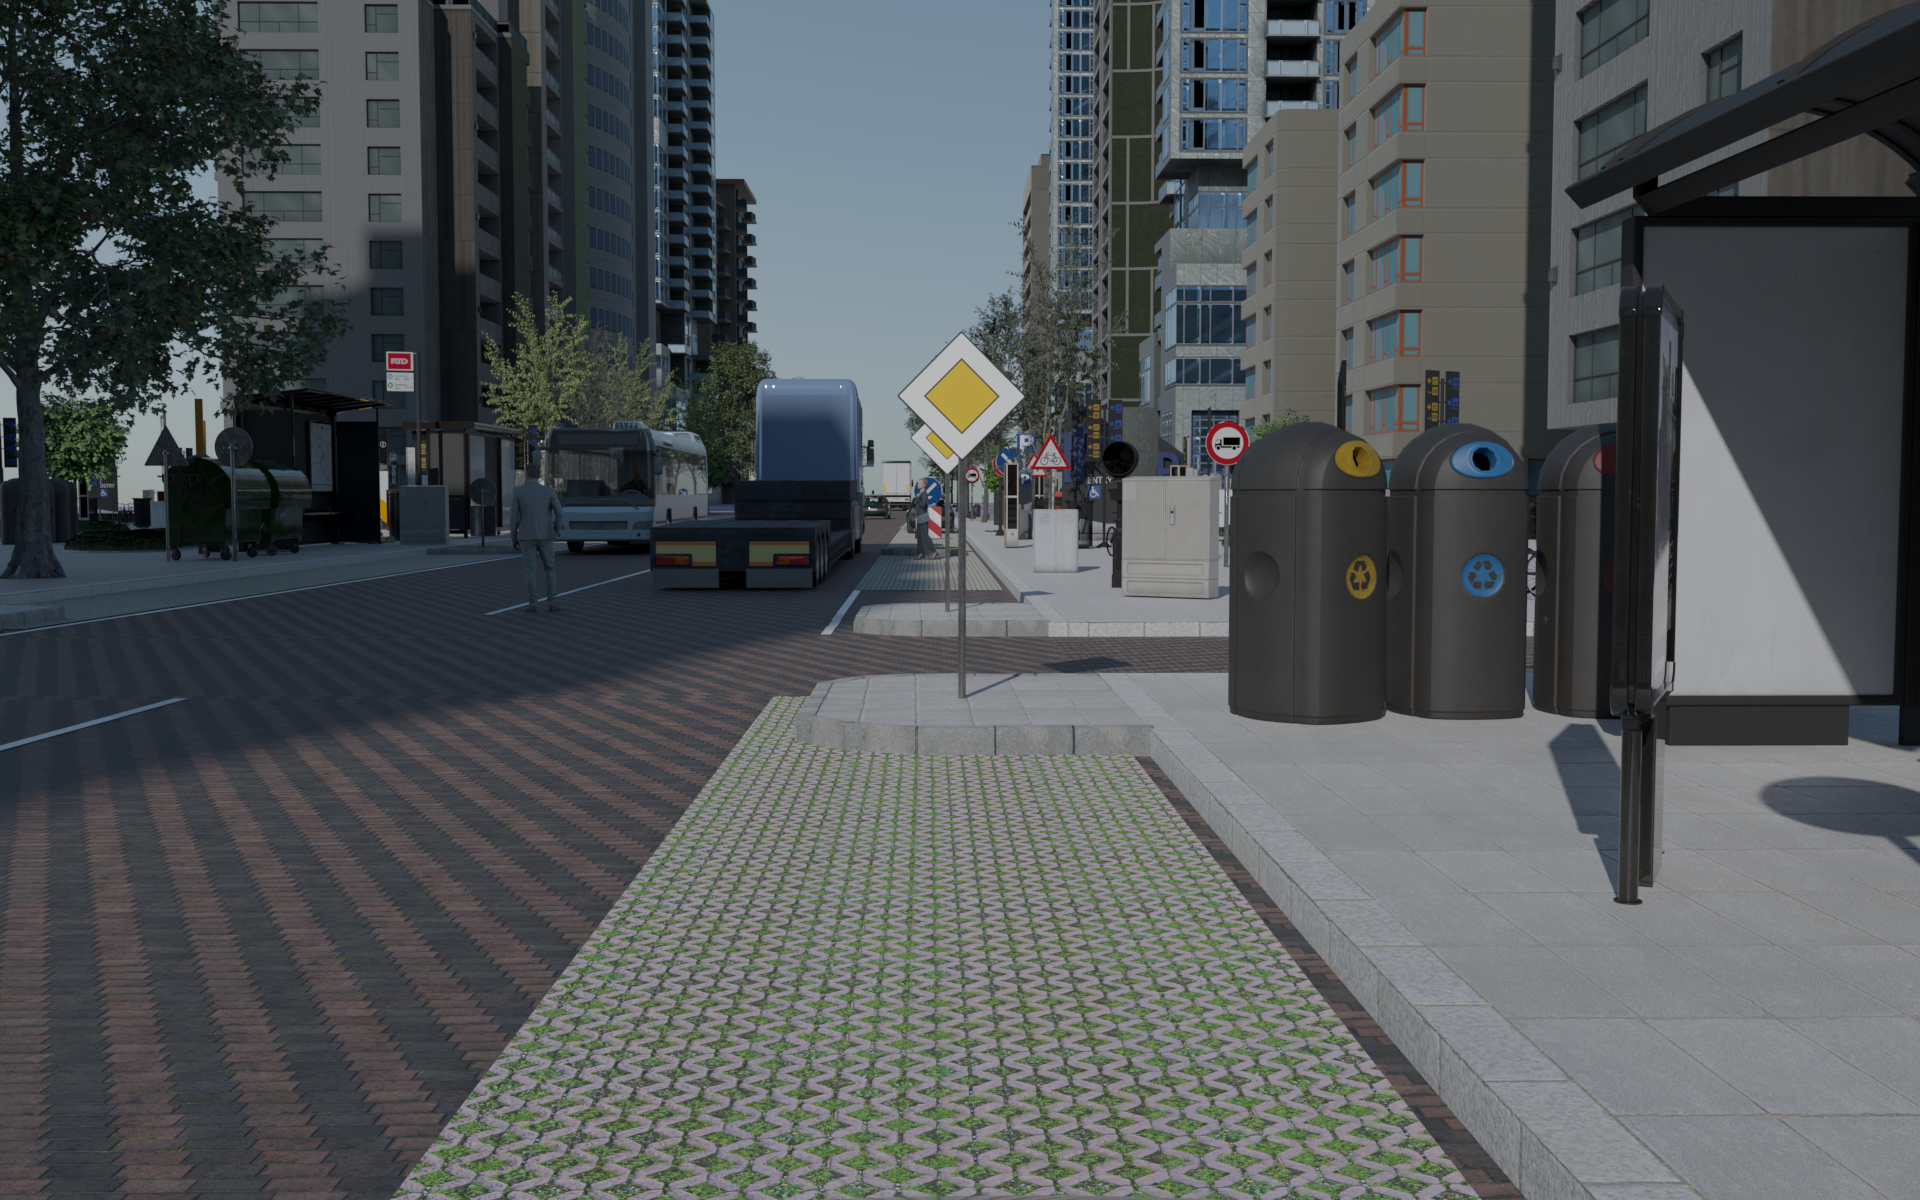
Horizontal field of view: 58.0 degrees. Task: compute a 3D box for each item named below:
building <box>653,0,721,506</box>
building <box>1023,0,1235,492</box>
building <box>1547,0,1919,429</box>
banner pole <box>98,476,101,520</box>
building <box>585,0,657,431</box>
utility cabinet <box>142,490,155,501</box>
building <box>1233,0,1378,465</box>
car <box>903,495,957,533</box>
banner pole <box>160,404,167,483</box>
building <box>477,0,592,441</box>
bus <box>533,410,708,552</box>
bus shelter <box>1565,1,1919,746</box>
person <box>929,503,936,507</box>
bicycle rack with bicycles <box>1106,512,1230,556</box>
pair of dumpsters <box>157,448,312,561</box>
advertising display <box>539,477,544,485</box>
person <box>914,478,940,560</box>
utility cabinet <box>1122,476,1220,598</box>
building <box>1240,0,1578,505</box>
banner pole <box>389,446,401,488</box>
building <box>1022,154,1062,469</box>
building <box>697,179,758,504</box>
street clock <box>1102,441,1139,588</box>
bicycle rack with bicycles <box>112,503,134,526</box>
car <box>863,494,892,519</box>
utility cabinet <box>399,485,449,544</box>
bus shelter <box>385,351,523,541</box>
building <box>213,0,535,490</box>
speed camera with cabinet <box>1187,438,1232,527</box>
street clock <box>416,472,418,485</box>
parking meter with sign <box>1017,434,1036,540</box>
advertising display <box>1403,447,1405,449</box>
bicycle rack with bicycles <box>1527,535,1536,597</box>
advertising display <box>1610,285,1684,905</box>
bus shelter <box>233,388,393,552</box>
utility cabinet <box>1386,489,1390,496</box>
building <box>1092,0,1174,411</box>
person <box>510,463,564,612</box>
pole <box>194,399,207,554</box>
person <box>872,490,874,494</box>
[{"bbox_3d":[-39.343,-54.439,202.755,22.319,86.520,31.000,0,4,-1],"label":"building"},{"bbox_3d":[19.846,-55.189,215.003,22.319,86.520,31.000,0,4,-1],"label":"building"},{"bbox_3d":[21.499,-16.126,35.362,14.107,30.474,14.160,0,4,-1],"label":"building"},{"bbox_3d":[-36.474,-5.102,73.438,0.401,3.779,0.863,-1,4,-19],"label":"banner pole"},{"bbox_3d":[-36.749,-36.338,136.119,21.231,58.520,28.212,0,4,-1],"label":"building"},{"bbox_3d":[-39.605,-4.639,84.524,0.318,1.500,1.173,-1,4,-13],"label":"utility cabinet"},{"bbox_3d":[22.263,-49.440,121.015,22.319,86.520,31.000,0,4,-1],"label":"building"},{"bbox_3d":[-1.107,-3.314,63.966,2.009,1.686,4.222,0,4,-2],"label":"car"},{"bbox_3d":[-22.136,-3.558,48.189,0.401,3.779,0.863,-2,4,-35],"label":"banner pole"},{"bbox_3d":[-33.001,-26.396,115.176,14.154,41.232,14.086,0,4,-1],"label":"building"},{"bbox_3d":[-8.669,-3.129,46.012,2.948,3.499,13.247,0,4,-2],"label":"bus"},{"bbox_3d":[4.179,-0.756,6.286,2.014,3.302,5.546,0,4,-1],"label":"bus shelter"},{"bbox_3d":[-1.005,-2.601,53.629,0.523,1.515,0.503,-1,4,-21],"label":"person"},{"bbox_3d":[4.351,-1.298,34.602,2.852,0.926,2.925,-1,4,-9],"label":"bicycle rack with bicycles"},{"bbox_3d":[-14.735,-2.007,35.316,1.574,2.255,4.437,0,4,-1],"label":"pair of dumpsters"},{"bbox_3d":[-15.544,-3.707,65.821,0.974,1.923,0.123,-1,4,-16],"label":"advertising display"},{"bbox_3d":[-0.757,-1.748,37.509,0.534,1.772,0.576,-2,4,-24],"label":"person"},{"bbox_3d":[2.586,-0.775,21.353,1.173,1.500,0.318,2,4,32],"label":"utility cabinet"},{"bbox_3d":[28.217,-13.930,72.797,27.650,21.520,28.899,0,4,-1],"label":"building"},{"bbox_3d":[-29.193,-6.099,89.729,0.863,3.779,0.401,1,4,15],"label":"banner pole"},{"bbox_3d":[19.956,-37.852,242.584,21.300,48.544,21.600,0,4,-1],"label":"building"},{"bbox_3d":[-39.153,-35.449,234.209,22.147,44.769,28.867,0,4,-1],"label":"building"},{"bbox_3d":[2.187,-1.169,23.679,0.471,2.002,0.358,1,4,17],"label":"street clock"},{"bbox_3d":[-33.064,-3.458,69.926,2.852,0.926,2.925,0,4,8],"label":"bicycle rack with bicycles"},{"bbox_3d":[-4.904,-5.474,99.291,2.009,1.686,4.222,0,4,1],"label":"car"},{"bbox_3d":[-13.611,-2.160,43.991,1.173,1.500,0.318,0,4,1],"label":"utility cabinet"},{"bbox_3d":[-15.057,-4.508,51.334,2.179,5.291,8.768,0,4,-1],"label":"bus shelter"},{"bbox_3d":[-33.480,-20.130,100.831,14.160,30.474,14.107,0,4,-1],"label":"building"},{"bbox_3d":[8.731,-4.063,60.768,2.038,3.252,0.660,1,4,18],"label":"speed camera with cabinet"},{"bbox_3d":[-17.579,-3.138,55.880,0.358,2.002,0.471,-1,4,-23],"label":"street clock"},{"bbox_3d":[1.841,-3.242,49.270,0.543,3.016,1.738,0,4,5],"label":"parking meter with sign"},{"bbox_3d":[6.280,-1.165,24.264,0.123,1.923,0.974,1,4,18],"label":"advertising display"},{"bbox_3d":[7.736,-0.459,20.893,2.852,0.926,2.925,-3,5,-43],"label":"bicycle rack with bicycles"},{"bbox_3d":[2.287,-0.034,5.764,0.123,1.923,0.974,2,4,26],"label":"advertising display"},{"bbox_3d":[-15.329,-3.066,41.420,1.731,3.624,6.357,0,4,-1],"label":"bus shelter"},{"bbox_3d":[12.706,-2.617,51.473,0.318,1.500,1.173,0,4,-3],"label":"utility cabinet"},{"bbox_3d":[20.301,-43.401,147.853,20.563,71.187,20.611,0,4,-1],"label":"building"},{"bbox_3d":[-5.157,-0.765,21.108,0.635,1.810,0.391,-2,4,-24],"label":"person"},{"bbox_3d":[-16.261,-2.645,37.086,0.158,3.312,0.155,0,3,0],"label":"pole"},{"bbox_3d":[-6.507,-7.385,129.963,1.217,1.735,0.721,0,4,6],"label":"person"}]
